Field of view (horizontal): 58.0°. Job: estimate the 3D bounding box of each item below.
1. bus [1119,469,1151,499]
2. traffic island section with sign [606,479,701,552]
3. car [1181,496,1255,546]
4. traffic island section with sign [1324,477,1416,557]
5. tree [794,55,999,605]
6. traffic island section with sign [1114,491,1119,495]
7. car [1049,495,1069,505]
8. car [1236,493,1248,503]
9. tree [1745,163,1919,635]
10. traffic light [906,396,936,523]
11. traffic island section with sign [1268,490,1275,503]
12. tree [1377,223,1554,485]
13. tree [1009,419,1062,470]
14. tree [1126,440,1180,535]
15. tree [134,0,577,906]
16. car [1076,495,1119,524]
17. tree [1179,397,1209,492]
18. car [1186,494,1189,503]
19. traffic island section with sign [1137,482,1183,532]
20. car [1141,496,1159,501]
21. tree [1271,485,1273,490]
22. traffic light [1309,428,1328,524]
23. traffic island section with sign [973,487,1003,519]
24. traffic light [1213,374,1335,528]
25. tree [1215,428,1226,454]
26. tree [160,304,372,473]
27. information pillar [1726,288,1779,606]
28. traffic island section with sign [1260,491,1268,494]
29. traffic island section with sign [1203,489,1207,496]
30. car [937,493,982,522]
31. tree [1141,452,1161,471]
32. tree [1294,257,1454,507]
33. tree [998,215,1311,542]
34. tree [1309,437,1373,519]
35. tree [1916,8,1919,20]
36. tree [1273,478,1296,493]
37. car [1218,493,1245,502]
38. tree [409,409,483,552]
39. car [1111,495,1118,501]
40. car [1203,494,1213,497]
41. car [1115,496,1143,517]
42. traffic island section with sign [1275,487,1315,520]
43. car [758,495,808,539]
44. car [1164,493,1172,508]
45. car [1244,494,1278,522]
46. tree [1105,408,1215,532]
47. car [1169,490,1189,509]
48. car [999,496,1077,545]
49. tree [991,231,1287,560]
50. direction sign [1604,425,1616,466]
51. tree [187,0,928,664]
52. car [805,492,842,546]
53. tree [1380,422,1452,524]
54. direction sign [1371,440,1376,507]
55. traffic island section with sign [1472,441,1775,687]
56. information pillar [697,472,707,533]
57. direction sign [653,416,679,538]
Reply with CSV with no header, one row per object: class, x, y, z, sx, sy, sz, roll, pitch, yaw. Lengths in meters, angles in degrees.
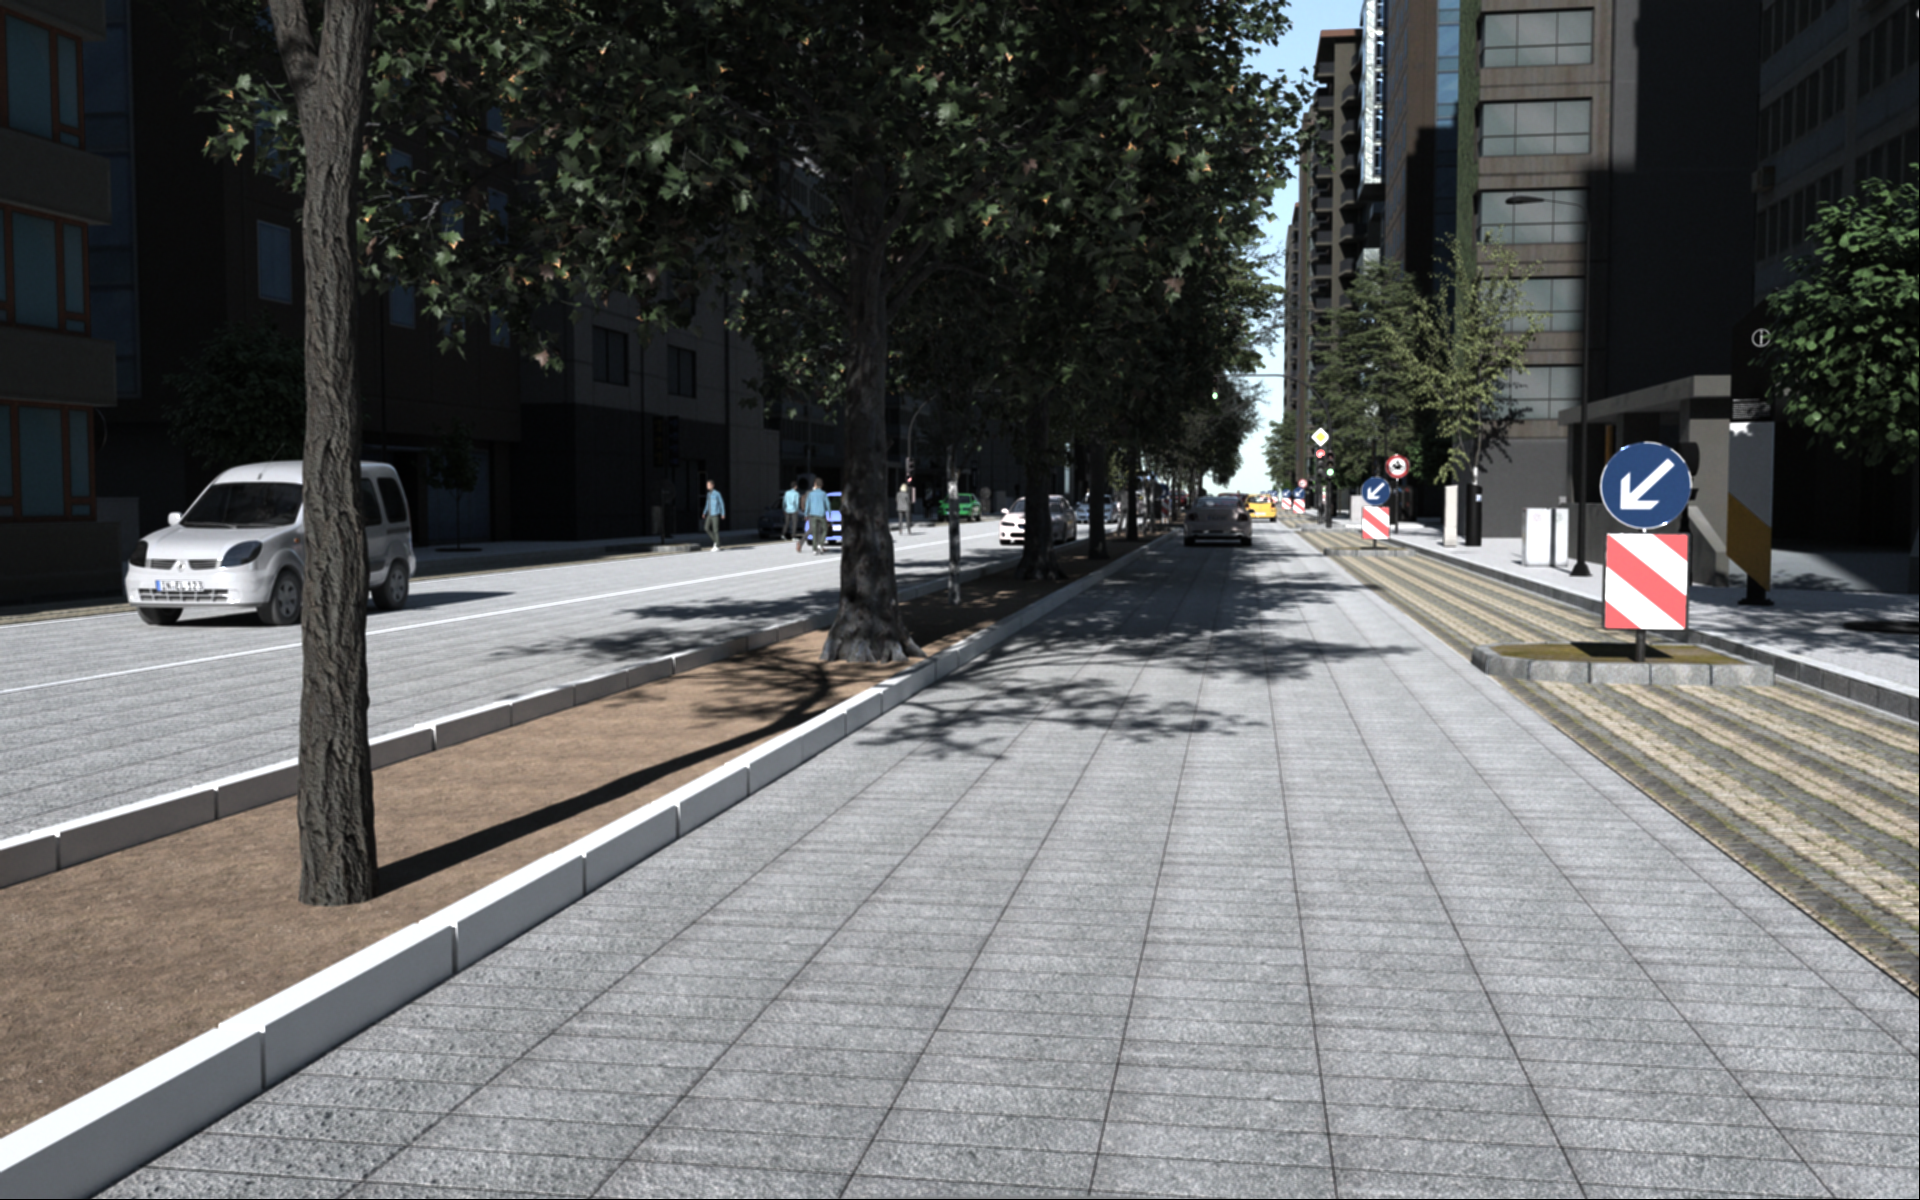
bus,18.128,-11.338,176.925,2.896,3.916,12.252,1,4,9
traffic island section with sign,-7.601,-2.131,43.467,1.989,1.847,2.006,1,4,9
car,7.292,-2.238,48.958,2.083,1.381,4.827,1,4,9
traffic island section with sign,9.550,-1.949,40.495,1.989,1.847,2.006,1,4,9
tree,-0.095,-4.217,21.772,4.360,8.622,3.978,0,3,0
traffic island section with sign,18.266,-11.805,201.640,1.989,1.847,2.006,1,4,9
car,5.386,-5.504,102.347,2.083,1.381,4.827,1,4,10
car,19.389,-6.802,120.252,2.155,1.783,4.494,1,4,9
tree,9.133,-1.984,16.156,4.285,4.588,4.351,0,3,0
traffic light,-0.128,-6.188,75.840,4.771,5.953,1.251,1,4,9
traffic island section with sign,23.002,-6.976,122.681,1.989,1.847,2.006,1,4,9
tree,13.767,-5.909,46.970,4.737,8.622,4.395,0,3,0
tree,6.807,-11.920,145.250,4.737,8.622,4.395,0,3,0
tree,3.307,-5.529,43.221,4.360,8.622,3.978,0,3,0
tree,-2.272,-4.195,5.456,8.767,10.594,7.601,1,4,9
car,6.723,-4.430,84.436,2.014,1.417,4.499,1,4,10
tree,6.443,-6.557,60.031,4.360,8.622,3.978,0,3,0
car,24.267,-11.052,189.499,1.959,1.807,4.718,1,4,9
traffic island section with sign,7.450,-3.591,66.851,2.006,1.907,1.989,1,4,9
car,14.411,-7.378,130.423,2.009,1.686,4.222,1,4,11
tree,53.397,-18.316,294.064,1.663,3.219,1.824,0,3,0
traffic light,15.226,-5.162,73.318,0.839,4.253,0.868,1,4,9
traffic island section with sign,1.425,-5.508,98.686,1.989,1.847,2.006,1,4,9
traffic light,11.858,-5.564,65.633,4.771,5.953,1.251,1,4,9
tree,16.023,-10.057,117.255,4.737,8.622,4.395,0,3,0
tree,-11.952,-2.832,30.022,4.285,4.588,4.351,0,3,0
information pillar,9.140,-1.750,19.965,0.504,3.616,0.183,3,5,43
traffic island section with sign,31.109,-10.006,172.225,1.989,1.847,2.006,1,4,9
traffic island section with sign,20.777,-8.574,148.317,2.006,1.907,1.989,1,4,9
car,-0.008,-4.904,88.984,1.959,1.807,4.718,1,4,9
tree,32.978,-23.363,307.734,9.928,11.665,9.643,0,3,0
tree,20.524,-10.097,83.219,7.486,12.596,7.792,0,3,0
tree,5.160,-8.495,51.713,12.009,13.543,11.850,0,3,0
tree,21.002,-6.559,90.959,4.285,4.588,4.351,0,3,0
tree,6.652,-3.520,7.908,4.360,8.622,3.978,0,3,0
tree,41.067,-13.716,218.853,1.663,3.219,1.824,0,3,0
car,16.658,-6.020,107.460,2.155,1.783,4.494,0,4,8
tree,-11.273,-2.721,39.088,1.663,3.219,1.824,0,3,0
car,17.313,-11.095,193.982,1.945,1.354,3.894,1,4,9
car,43.470,-17.890,302.286,2.009,1.686,4.222,1,4,10
car,10.594,-5.947,109.594,2.083,1.381,4.827,1,4,11
traffic island section with sign,18.540,-5.309,95.428,1.989,1.847,2.006,1,4,9
car,-5.255,-2.720,56.472,2.014,1.417,4.499,1,4,9
car,18.041,-8.742,152.524,1.945,1.707,3.694,1,4,9
car,15.424,-4.843,89.411,2.015,1.641,3.980,0,4,8
tree,7.230,-6.880,65.307,4.737,8.622,4.395,0,3,0
car,20.489,-9.467,163.452,2.281,1.827,5.304,1,4,9
car,2.303,-2.315,50.207,2.083,1.381,4.827,1,4,10
tree,3.045,-7.123,37.053,7.486,12.596,7.792,0,3,0
direction sign,18.124,-3.451,48.416,0.876,3.537,0.379,1,4,13
tree,-0.820,-5.819,14.600,9.611,12.733,9.660,0,3,0
car,-3.240,-2.424,49.230,1.945,1.707,3.694,1,4,9
tree,20.738,-5.536,74.219,4.285,4.588,4.351,0,3,0
direction sign,17.560,-4.988,73.548,0.379,3.537,0.876,1,4,23
traffic island section with sign,5.204,-0.322,13.891,1.989,1.847,2.006,1,4,9
information pillar,-8.424,-3.187,56.597,0.304,2.012,0.304,-1,4,-15
direction sign,-8.532,-3.568,50.331,0.876,3.537,0.379,2,4,24
